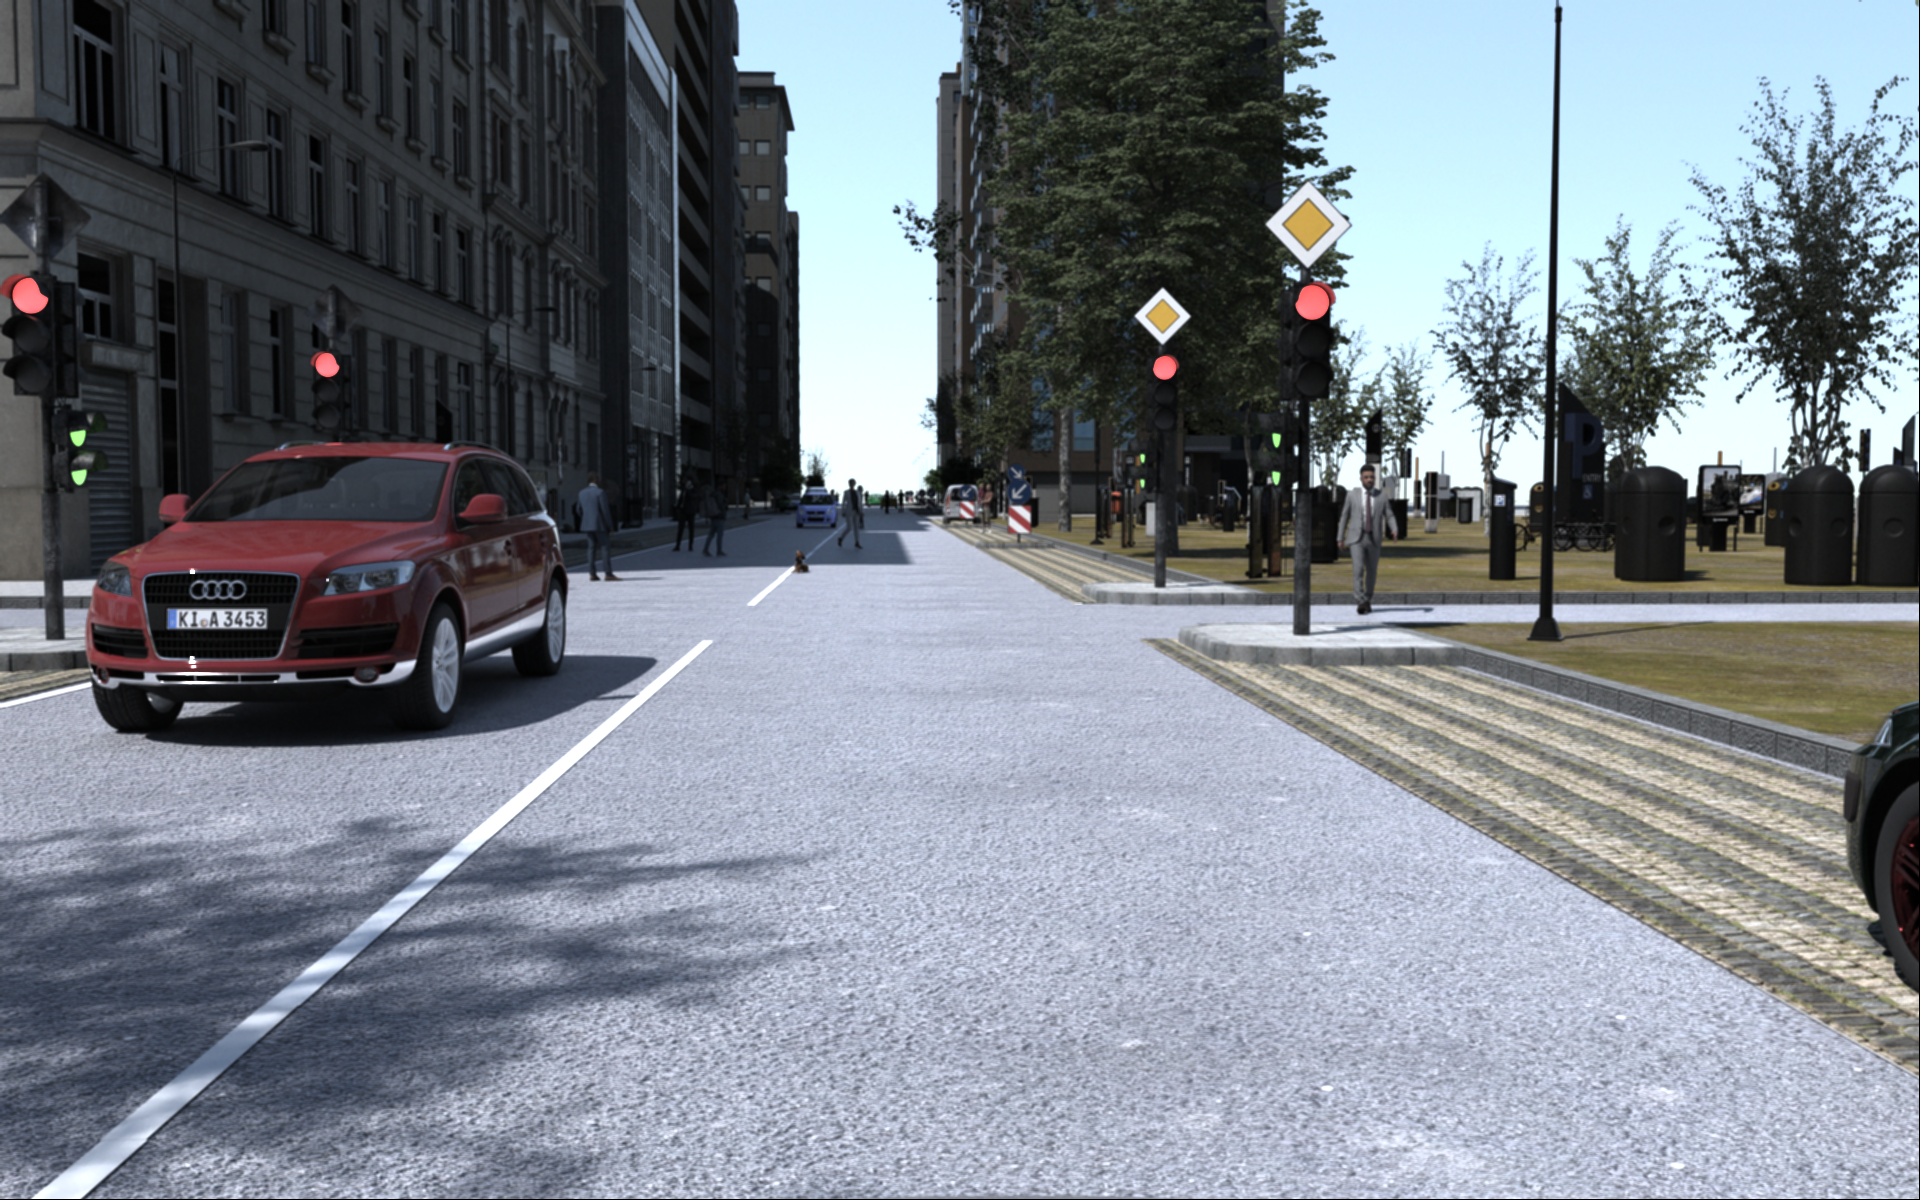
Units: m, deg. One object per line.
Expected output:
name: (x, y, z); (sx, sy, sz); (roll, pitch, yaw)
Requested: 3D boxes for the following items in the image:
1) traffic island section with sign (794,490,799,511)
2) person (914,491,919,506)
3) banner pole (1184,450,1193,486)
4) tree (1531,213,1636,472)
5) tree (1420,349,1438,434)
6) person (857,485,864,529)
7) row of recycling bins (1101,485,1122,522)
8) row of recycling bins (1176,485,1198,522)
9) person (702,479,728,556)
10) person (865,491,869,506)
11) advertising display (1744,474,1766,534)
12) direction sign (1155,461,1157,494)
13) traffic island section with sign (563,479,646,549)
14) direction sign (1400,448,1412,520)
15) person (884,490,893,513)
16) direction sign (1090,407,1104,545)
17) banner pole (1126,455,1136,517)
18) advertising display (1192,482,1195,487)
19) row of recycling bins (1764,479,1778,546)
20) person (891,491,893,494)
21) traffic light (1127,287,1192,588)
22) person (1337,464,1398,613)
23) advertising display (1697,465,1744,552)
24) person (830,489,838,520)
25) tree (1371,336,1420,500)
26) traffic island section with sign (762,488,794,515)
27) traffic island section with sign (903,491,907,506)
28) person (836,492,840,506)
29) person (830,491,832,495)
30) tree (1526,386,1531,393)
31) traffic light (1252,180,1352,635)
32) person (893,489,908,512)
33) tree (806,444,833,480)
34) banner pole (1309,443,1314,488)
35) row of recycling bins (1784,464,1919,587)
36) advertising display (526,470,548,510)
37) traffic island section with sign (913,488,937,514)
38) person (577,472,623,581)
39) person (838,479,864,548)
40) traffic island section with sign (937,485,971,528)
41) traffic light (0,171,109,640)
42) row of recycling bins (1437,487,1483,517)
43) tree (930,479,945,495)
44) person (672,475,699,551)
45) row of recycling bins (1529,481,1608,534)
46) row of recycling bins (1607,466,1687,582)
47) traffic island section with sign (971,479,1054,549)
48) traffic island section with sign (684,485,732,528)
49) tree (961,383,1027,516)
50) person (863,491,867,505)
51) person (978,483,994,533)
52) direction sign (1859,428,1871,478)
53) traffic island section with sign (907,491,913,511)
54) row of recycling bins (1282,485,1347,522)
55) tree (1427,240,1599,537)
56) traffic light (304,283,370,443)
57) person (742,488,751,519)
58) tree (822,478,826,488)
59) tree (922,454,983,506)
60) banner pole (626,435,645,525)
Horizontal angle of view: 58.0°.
traffic island section with sign: (-14.165, -8.595, 149.161); (1.989, 1.847, 2.006); (0, 4, -3)
person: (-5.098, -11.896, 202.863); (0.599, 1.838, 0.709); (3, 5, 39)
banner pole: (12.925, -6.585, 97.685); (0.401, 3.779, 0.863); (-2, 4, -34)
tree: (18.086, -5.858, 46.137); (4.737, 8.622, 4.395); (0, 3, 0)
tree: (20.561, -8.022, 81.519); (4.737, 8.622, 4.395); (0, 3, 0)
person: (-4.248, -3.882, 72.148); (0.526, 1.800, 0.537); (1, 4, 21)
row of recycling bins: (6.985, -4.462, 80.068); (1.069, 1.692, 3.534); (1, 4, 9)
row of recycling bins: (10.376, -4.605, 82.399); (1.069, 1.692, 3.534); (-1, 4, -11)
person: (-5.569, -1.893, 39.803); (0.623, 1.781, 0.721); (3, 5, 44)
person: (-10.755, -11.837, 202.172); (0.705, 1.807, 1.348); (-2, 4, -30)
advertising display: (25.604, -3.113, 56.109); (0.123, 1.923, 0.974); (-2, 4, -30)
direction sign: (10.442, -6.115, 91.980); (0.379, 3.537, 0.876); (0, 4, -2)
traffic island section with sign: (-9.427, -2.294, 46.134); (1.989, 1.847, 2.006); (0, 4, -3)
direction sign: (21.774, -5.667, 84.658); (0.876, 3.537, 0.379); (-3, 4, -38)
person: (-5.341, -7.309, 128.721); (0.721, 1.735, 1.217); (-2, 4, -30)
direction sign: (3.485, -3.178, 43.955); (0.379, 3.537, 0.876); (1, 4, 11)
banner pole: (9.732, -6.586, 97.697); (0.863, 3.779, 0.401); (0, 4, -5)
advertising display: (12.692, -5.452, 94.349); (0.123, 1.923, 0.974); (0, 4, 5)
row of recycling bins: (20.098, -2.095, 41.366); (1.069, 1.692, 3.534); (1, 4, 12)
person: (-9.463, -14.255, 241.576); (0.705, 1.824, 1.348); (-1, 4, -20)
traffic light: (2.726, -2.124, 23.643); (0.839, 4.253, 0.868); (0, 4, -3)
person: (4.904, -0.740, 20.878); (0.678, 1.792, 0.850); (0, 4, 5)
advertising display: (16.846, -2.033, 38.446); (0.974, 1.923, 0.123); (-1, 4, -12)
person: (-6.952, -5.210, 94.693); (0.512, 1.701, 0.522); (-1, 4, -22)
tree: (16.195, -7.546, 73.736); (4.737, 8.622, 4.395); (0, 3, 0)
traffic island section with sign: (-12.900, -6.912, 121.639); (1.989, 1.847, 2.006); (0, 4, -3)
traffic island section with sign: (-5.954, -12.081, 206.154); (1.989, 1.847, 2.006); (0, 4, -3)
person: (-14.886, -12.397, 211.993); (0.742, 1.727, 0.445); (1, 4, 23)
person: (-14.470, -11.358, 194.290); (0.705, 1.812, 1.348); (1, 4, 14)
tree: (25.922, -7.443, 72.062); (4.737, 8.622, 4.395); (0, 3, 0)
traffic light: (3.094, -1.636, 15.667); (0.839, 4.253, 0.868); (0, 4, -3)
person: (-4.715, -7.919, 138.003); (1.348, 1.821, 0.705); (2, 4, 26)
tree: (-21.270, -18.784, 257.476); (4.360, 8.622, 3.978); (0, 3, 0)
banner pole: (16.992, -5.768, 84.321); (0.401, 3.779, 0.863); (-3, 4, -37)
row of recycling bins: (13.451, -1.041, 24.128); (3.534, 1.692, 1.069); (1, 4, 11)
advertising display: (-11.375, -2.526, 46.513); (0.123, 1.923, 0.974); (1, 4, 18)
traffic island section with sign: (-2.164, -7.032, 123.596); (1.989, 1.847, 2.006); (0, 4, -3)
person: (-5.987, -1.218, 28.595); (0.721, 1.800, 0.419); (1, 4, 20)
person: (-2.888, -2.289, 45.803); (0.818, 1.842, 0.514); (3, 5, 41)
traffic island section with sign: (0.149, -3.959, 73.361); (1.989, 1.847, 2.006); (0, 4, -3)
traffic light: (-7.955, -1.604, 15.144); (0.839, 4.253, 0.868); (0, 4, -3)
row of recycling bins: (28.370, -5.558, 97.985); (3.534, 1.692, 1.069); (-3, 4, -36)
tree: (-2.092, -11.681, 185.585); (1.663, 3.219, 1.824); (0, 3, 0)
person: (-6.906, -2.191, 43.691); (0.648, 1.900, 0.474); (1, 4, 16)
row of recycling bins: (20.135, -3.040, 56.817); (1.069, 1.692, 3.534); (-2, 4, -27)
row of recycling bins: (10.657, -1.200, 26.740); (1.069, 1.692, 3.534); (1, 4, 22)
traffic island section with sign: (1.410, -2.290, 46.076); (1.989, 1.847, 2.006); (0, 4, -3)
traffic island section with sign: (-10.654, -3.941, 73.062); (1.989, 1.847, 2.006); (0, 4, -3)
tree: (2.056, -9.325, 102.829); (4.360, 8.622, 3.978); (0, 3, 0)
person: (-12.096, -13.115, 222.915); (1.348, 1.826, 0.705); (-2, 4, -34)
person: (0.922, -3.391, 63.911); (0.580, 1.828, 0.573); (-1, 4, -15)
direction sign: (31.442, -4.174, 60.246); (0.379, 3.537, 0.876); (0, 4, 7)
traffic island section with sign: (-3.406, -8.685, 150.621); (1.989, 1.847, 2.006); (0, 4, -3)
row of recycling bins: (16.119, -4.424, 79.449); (3.534, 1.692, 1.069); (3, 4, 39)
tree: (15.891, -6.166, 51.170); (4.360, 8.622, 3.978); (0, 3, 0)
traffic light: (-8.322, -2.092, 23.121); (0.839, 4.253, 0.868); (0, 4, -3)
person: (-11.966, -5.387, 97.070); (0.515, 1.767, 0.782); (0, 4, -3)
tree: (-20.815, -16.182, 248.295); (4.285, 4.588, 4.351); (0, 3, 0)
tree: (0.039, -8.784, 127.325); (4.285, 4.588, 4.351); (0, 3, 0)
banner pole: (-13.641, -5.072, 72.944); (0.863, 3.779, 0.401); (-1, 4, -20)
